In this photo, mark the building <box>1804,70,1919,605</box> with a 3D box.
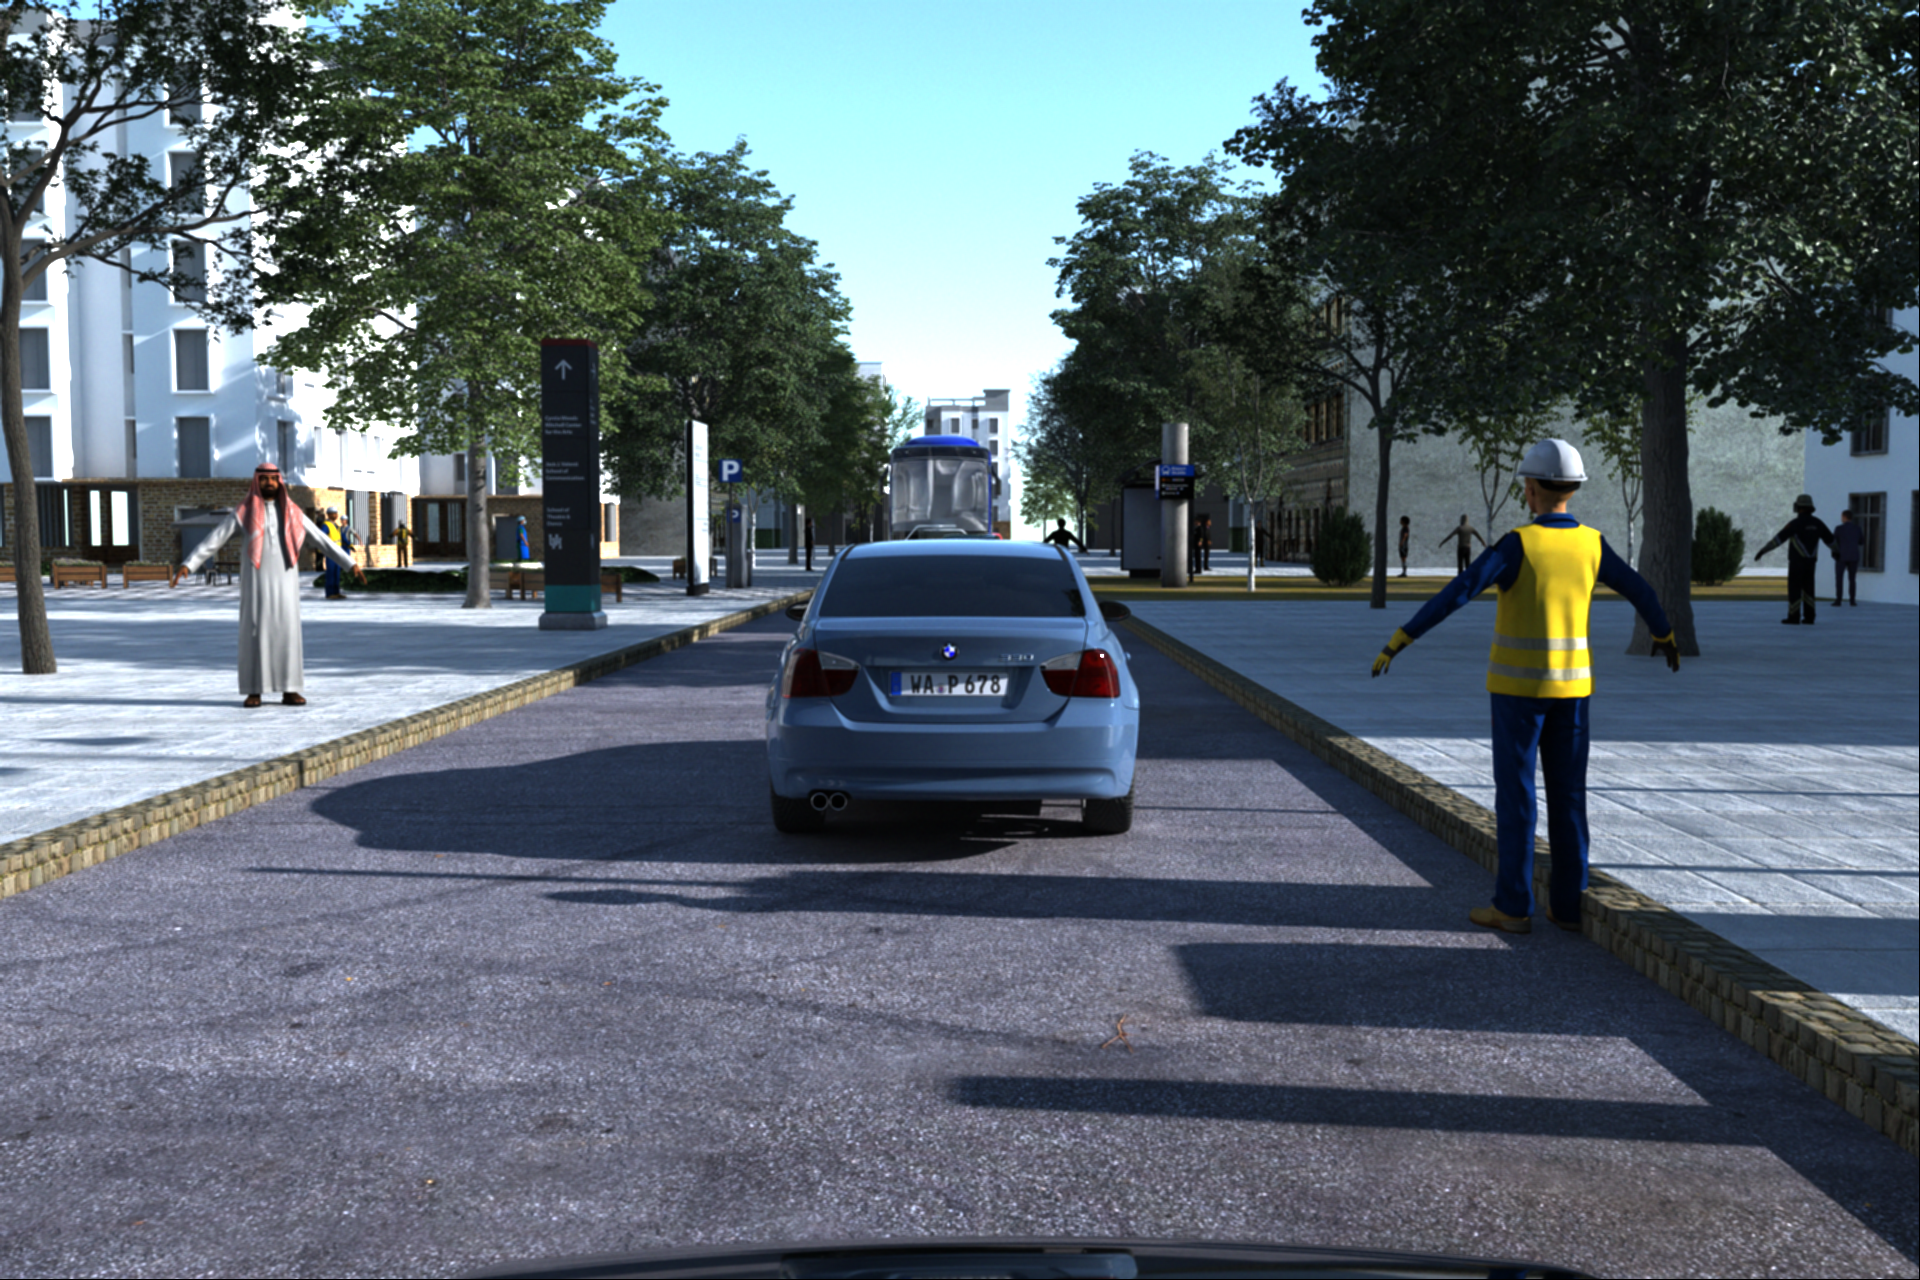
[{"bbox_3d":[21.679,-4.865,21.698,9.099,9.664,28.070,0,4,1],"label":"building"}]

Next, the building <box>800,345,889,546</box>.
[{"bbox_3d":[-23.073,-22.020,204.005,27.936,21.610,32.646,0,4,0],"label":"building"}]

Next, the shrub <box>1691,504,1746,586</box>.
[{"bbox_3d":[18.605,-2.357,42.957,1.690,2.028,1.600,0,3,0],"label":"shrub"}]

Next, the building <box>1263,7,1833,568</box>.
[{"bbox_3d":[23.893,-14.856,73.822,19.493,23.208,18.063,0,4,0],"label":"building"}]

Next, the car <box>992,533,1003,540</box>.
[{"bbox_3d":[1.450,-4.954,90.045,2.155,1.783,4.494,0,4,-1],"label":"car"}]

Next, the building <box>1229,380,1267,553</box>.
[{"bbox_3d":[27.241,-14.685,106.559,16.747,18.905,31.486,0,4,1],"label":"building"}]

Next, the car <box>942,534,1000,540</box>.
[{"bbox_3d":[0.232,-1.607,38.073,2.131,1.459,4.920,0,4,1],"label":"car"}]

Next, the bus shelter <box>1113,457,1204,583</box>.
[{"bbox_3d":[5.454,-3.320,48.206,2.014,3.302,5.546,0,4,1],"label":"bus shelter"}]

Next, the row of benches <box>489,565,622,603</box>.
[{"bbox_3d":[-8.021,-1.109,33.597,4.104,0.672,1.422,3,5,44],"label":"row of benches"}]

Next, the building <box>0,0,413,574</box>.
[{"bbox_3d":[-27.560,-12.310,57.696,16.016,20.090,11.380,0,4,1],"label":"building"}]

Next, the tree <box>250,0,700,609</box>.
[{"bbox_3d":[-8.453,-6.848,30.093,7.486,12.596,7.792,0,3,0],"label":"tree"}]

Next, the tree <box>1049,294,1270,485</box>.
[{"bbox_3d":[7.838,-8.098,66.810,8.767,10.594,7.601,0,4,-4],"label":"tree"}]

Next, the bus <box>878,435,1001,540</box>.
[{"bbox_3d":[-0.419,-3.376,46.750,2.896,3.916,12.251,0,4,1],"label":"bus"}]

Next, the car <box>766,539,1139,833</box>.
[{"bbox_3d":[-0.018,0.147,9.599,2.014,1.417,4.499,0,4,1],"label":"car"}]

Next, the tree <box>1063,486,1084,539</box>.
[{"bbox_3d":[15.360,-17.143,230.651,4.737,8.622,4.395,0,3,0],"label":"tree"}]

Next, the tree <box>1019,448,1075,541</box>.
[{"bbox_3d":[11.375,-18.683,223.593,7.486,12.596,7.792,0,3,0],"label":"tree"}]

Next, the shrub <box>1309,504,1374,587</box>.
[{"bbox_3d":[9.357,-2.327,42.467,1.690,2.028,1.600,0,3,0],"label":"shrub"}]

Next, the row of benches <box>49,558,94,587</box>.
[{"bbox_3d":[-22.461,-1.729,43.729,1.422,0.672,4.104,-2,4,-32],"label":"row of benches"}]

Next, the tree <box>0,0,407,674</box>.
[{"bbox_3d":[-8.777,-4.957,15.464,7.601,10.594,8.767,-2,4,-33],"label":"tree"}]

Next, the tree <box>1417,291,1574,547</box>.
[{"bbox_3d":[13.444,-5.700,43.556,4.737,8.622,4.395,0,3,0],"label":"tree"}]

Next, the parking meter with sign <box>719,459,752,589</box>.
[{"bbox_3d":[-5.281,-2.742,41.091,0.543,3.016,1.738,0,4,3],"label":"parking meter with sign"}]

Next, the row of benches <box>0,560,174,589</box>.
[{"bbox_3d":[-20.685,-1.535,40.561,4.104,0.672,1.422,-1,4,-22],"label":"row of benches"}]

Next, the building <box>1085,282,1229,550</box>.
[{"bbox_3d":[25.172,-19.146,157.019,27.936,21.610,32.646,0,4,0],"label":"building"}]

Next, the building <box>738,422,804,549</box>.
[{"bbox_3d":[-24.869,-18.405,167.381,16.747,18.905,31.486,0,3,0],"label":"building"}]

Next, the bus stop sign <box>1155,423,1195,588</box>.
[{"bbox_3d":[5.128,-3.203,41.377,0.837,3.901,0.837,0,4,0],"label":"bus stop sign"}]

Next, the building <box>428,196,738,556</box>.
[{"bbox_3d":[-24.457,-16.977,108.498,19.493,23.208,18.063,0,4,0],"label":"building"}]

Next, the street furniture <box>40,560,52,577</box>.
[{"bbox_3d":[-31.290,-2.172,51.132,10.072,0.657,5.734,0,4,-7],"label":"street furniture"}]

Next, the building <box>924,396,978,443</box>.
[{"bbox_3d":[-4.363,-22.655,229.293,11.380,20.090,16.016,0,4,-5],"label":"building"}]

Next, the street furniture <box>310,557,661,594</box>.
[{"bbox_3d":[-11.648,-1.632,42.309,5.734,0.657,10.072,2,4,27],"label":"street furniture"}]

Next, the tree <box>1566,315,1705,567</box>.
[{"bbox_3d":[19.619,-6.124,50.490,4.737,8.622,4.395,0,3,0],"label":"tree"}]

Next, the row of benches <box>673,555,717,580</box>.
[{"bbox_3d":[-7.725,-2.144,50.522,1.422,0.672,4.104,0,4,1],"label":"row of benches"}]

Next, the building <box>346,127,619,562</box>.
[{"bbox_3d":[-23.892,-13.787,81.844,16.016,20.090,11.380,0,4,2],"label":"building"}]

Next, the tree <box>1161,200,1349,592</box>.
[{"bbox_3d":[6.549,-5.400,38.655,4.360,8.622,3.978,0,3,0],"label":"tree"}]
